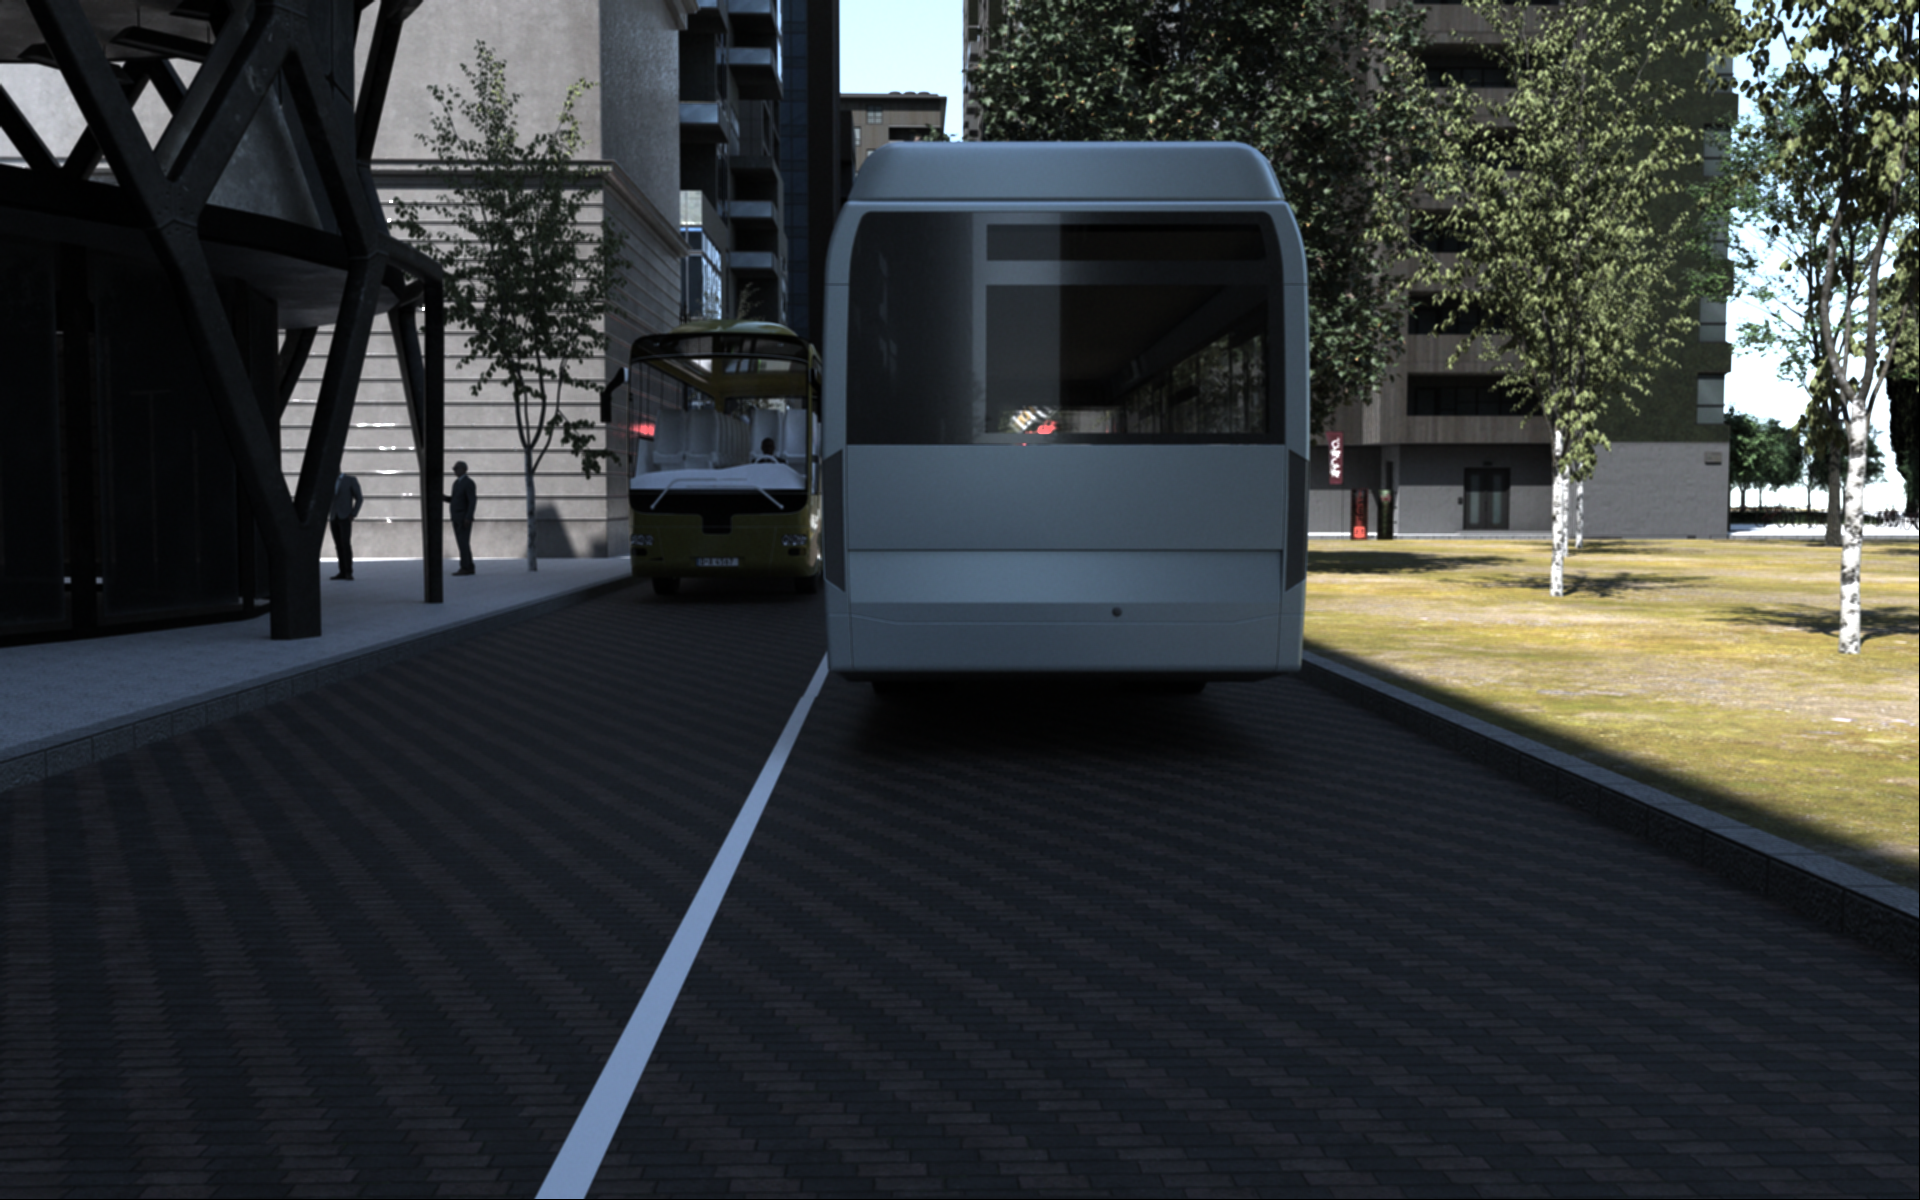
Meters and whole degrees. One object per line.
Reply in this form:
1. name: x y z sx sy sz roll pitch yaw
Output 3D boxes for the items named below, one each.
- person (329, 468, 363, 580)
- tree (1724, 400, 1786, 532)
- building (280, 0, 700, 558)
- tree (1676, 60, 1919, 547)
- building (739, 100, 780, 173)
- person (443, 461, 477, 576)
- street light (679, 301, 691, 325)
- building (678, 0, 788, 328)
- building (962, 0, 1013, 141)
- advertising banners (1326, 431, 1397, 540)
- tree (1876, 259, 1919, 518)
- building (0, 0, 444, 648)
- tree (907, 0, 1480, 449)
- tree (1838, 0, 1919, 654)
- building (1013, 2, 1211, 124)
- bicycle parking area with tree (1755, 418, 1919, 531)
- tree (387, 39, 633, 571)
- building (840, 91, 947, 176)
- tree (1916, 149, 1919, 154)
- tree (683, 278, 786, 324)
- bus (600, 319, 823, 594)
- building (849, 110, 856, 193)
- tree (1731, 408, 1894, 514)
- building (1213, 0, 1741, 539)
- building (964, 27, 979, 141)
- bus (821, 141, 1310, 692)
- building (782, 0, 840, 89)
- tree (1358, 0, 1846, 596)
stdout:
1. person: -9.279 -1.207 25.954 0.592 1.802 0.473 2 4 31
2. tree: 26.386 -4.637 59.526 4.285 4.588 4.351 0 3 0
3. building: -18.773 -12.095 39.552 24.055 21.916 13.314 0 4 -2
4. tree: 21.224 -7.115 42.085 9.928 11.665 9.643 0 3 0
5. building: -21.530 -44.982 173.714 20.563 71.187 20.611 0 4 -2
6. person: -7.955 -1.298 27.434 0.590 1.801 0.661 -3 5 -43
7. street light: -6.573 -4.209 41.613 0.468 5.910 1.993 0 4 -2
8. building: -18.345 -46.900 79.481 22.319 86.520 31.000 0 4 -2
9. building: 8.577 -46.270 194.758 20.563 71.187 20.611 0 4 -2
10. advertising banners: 11.166 -3.184 48.247 2.074 3.025 0.090 0 4 -7
11. tree: 54.783 -11.674 92.688 13.155 14.587 18.604 0 4 0
12. building: -13.898 -9.067 15.704 16.820 18.784 16.811 0 4 -2
13. tree: 3.631 -6.849 28.987 9.611 12.733 9.660 0 3 0
14. tree: 7.417 -3.877 13.750 4.737 8.622 4.395 0 3 0
15. building: 15.217 -23.972 83.831 32.217 40.220 23.993 0 4 -2
16. bicycle parking area with tree: 34.840 -4.690 63.685 9.016 4.147 8.231 -1 4 -18
17. tree: -7.145 -4.775 28.438 4.737 8.622 4.395 0 3 0
18. building: -13.526 -39.009 227.032 27.495 52.752 28.713 0 4 -2
19. tree: 18.489 -6.870 22.693 12.009 13.543 11.850 0 3 0
20. tree: -7.826 -6.684 59.652 4.360 8.622 3.978 0 3 0
21. bus: -3.339 -2.237 28.124 2.896 3.916 12.252 0 4 -2
22. building: -19.197 -33.529 198.312 14.200 45.320 14.600 0 4 -2
23. tree: 54.022 -9.186 113.093 11.467 7.101 20.602 0 4 -7
24. building: 16.736 -17.608 59.596 14.107 30.474 14.160 0 4 -2
25. building: 11.739 -33.607 169.079 23.786 49.044 30.456 0 4 -2
26. bus: 0.579 -1.274 15.682 2.948 3.499 13.247 0 4 0
27. building: -16.561 -29.725 136.116 14.600 45.320 14.200 0 4 -2
28. tree: 7.268 -4.347 21.434 4.737 8.622 4.395 0 3 0
